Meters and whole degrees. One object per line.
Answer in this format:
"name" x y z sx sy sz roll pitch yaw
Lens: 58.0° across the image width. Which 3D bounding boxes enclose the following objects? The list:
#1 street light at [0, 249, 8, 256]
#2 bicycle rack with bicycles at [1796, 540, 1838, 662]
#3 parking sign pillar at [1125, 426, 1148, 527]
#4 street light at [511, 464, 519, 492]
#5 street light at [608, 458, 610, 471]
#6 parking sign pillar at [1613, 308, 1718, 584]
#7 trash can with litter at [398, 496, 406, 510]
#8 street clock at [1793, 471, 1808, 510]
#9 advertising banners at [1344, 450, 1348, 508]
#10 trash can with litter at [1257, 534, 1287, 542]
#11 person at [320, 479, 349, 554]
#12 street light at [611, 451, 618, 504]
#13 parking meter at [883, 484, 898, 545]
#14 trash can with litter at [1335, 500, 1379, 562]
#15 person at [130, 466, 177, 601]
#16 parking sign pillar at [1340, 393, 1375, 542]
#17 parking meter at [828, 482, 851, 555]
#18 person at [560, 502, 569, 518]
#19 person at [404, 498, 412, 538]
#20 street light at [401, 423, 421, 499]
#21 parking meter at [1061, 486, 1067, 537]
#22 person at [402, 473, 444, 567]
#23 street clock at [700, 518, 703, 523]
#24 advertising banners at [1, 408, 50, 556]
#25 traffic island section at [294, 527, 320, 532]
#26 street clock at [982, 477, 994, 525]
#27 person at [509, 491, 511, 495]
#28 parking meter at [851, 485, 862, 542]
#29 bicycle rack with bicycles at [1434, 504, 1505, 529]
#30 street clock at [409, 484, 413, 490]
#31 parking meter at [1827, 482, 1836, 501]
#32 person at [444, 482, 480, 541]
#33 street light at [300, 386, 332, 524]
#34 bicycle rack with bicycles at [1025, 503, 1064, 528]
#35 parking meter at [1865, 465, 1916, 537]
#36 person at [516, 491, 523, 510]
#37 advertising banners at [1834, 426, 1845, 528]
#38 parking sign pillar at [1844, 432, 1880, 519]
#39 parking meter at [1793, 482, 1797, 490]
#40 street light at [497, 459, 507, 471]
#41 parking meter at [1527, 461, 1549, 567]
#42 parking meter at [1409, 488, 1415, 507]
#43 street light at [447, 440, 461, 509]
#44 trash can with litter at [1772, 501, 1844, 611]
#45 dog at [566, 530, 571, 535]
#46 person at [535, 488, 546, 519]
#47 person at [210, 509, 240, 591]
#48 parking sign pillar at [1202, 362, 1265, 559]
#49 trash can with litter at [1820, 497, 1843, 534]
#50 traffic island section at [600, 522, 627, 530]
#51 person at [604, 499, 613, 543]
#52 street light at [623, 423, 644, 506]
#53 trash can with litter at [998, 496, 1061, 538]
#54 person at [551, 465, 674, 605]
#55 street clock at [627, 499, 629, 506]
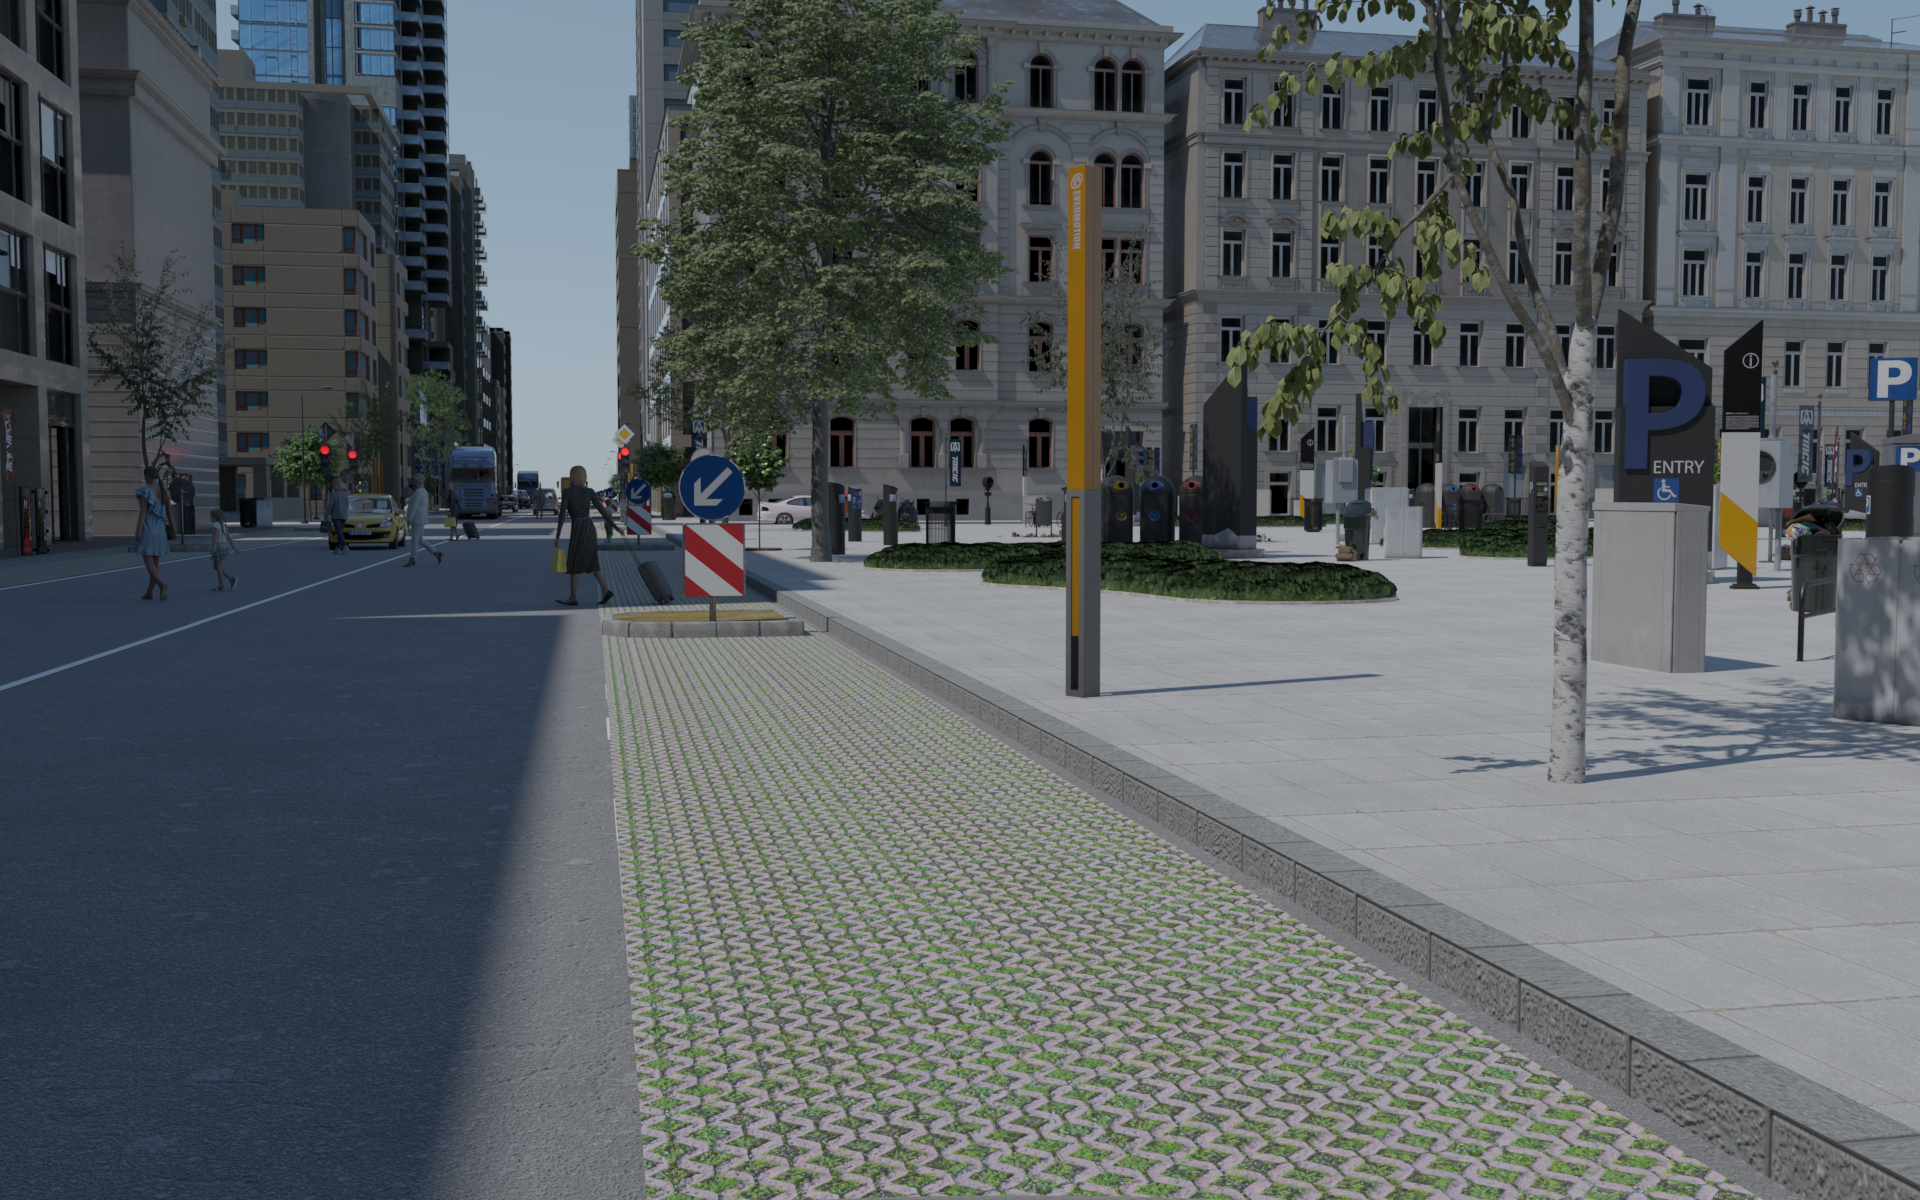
"street light" -18.724 -3.689 32.854 1.470 5.913 1.316 -1 4 -12
"bicycle rack with bicycles" 7.885 -0.001 13.405 2.852 0.926 2.925 3 5 41
"parking sign pillar" 7.035 -4.930 69.072 1.447 3.967 1.447 2 4 30
"street light" -69.420 -18.191 269.970 1.470 5.913 1.316 -1 4 -12
"street light" -37.092 -13.143 187.433 1.470 5.913 1.316 -1 4 -12
"parking sign pillar" 10.181 -2.237 25.044 1.447 3.967 1.447 1 4 11
"trash can with litter" -37.407 -6.468 117.141 0.624 1.170 1.055 2 4 29
"street clock" 26.096 -3.010 53.784 0.471 2.002 0.358 2 4 32
"advertising banners" 15.201 -4.402 68.158 0.090 3.025 2.074 1 4 15
"trash can with litter" 8.052 -2.384 50.042 2.233 1.210 1.678 -3 5 -41
"person" -14.883 -1.997 41.339 0.728 1.800 0.709 2 4 33
"street light" -29.472 -10.931 151.269 1.470 5.913 1.316 -1 4 -12
"parking meter" -1.737 -2.139 43.381 0.372 1.533 0.369 0 3 0
"trash can with litter" 7.597 -1.336 33.229 0.624 1.170 1.055 2 4 30
"person" -10.821 -0.901 23.331 0.778 1.811 0.616 3 5 40
"parking sign pillar" 10.964 -3.579 46.992 1.447 3.967 1.447 1 4 16
"parking meter" -2.609 -1.720 36.530 0.372 1.533 0.369 0 3 0
"person" -23.663 -5.794 103.900 0.731 1.740 0.598 -3 4 -36
"person" -17.836 -2.654 56.146 0.306 1.304 0.590 -2 4 -29
"street light" -36.027 -8.629 113.628 1.470 5.913 1.316 -1 4 -12
"parking meter" 2.595 -2.004 41.169 0.372 1.533 0.369 0 3 0
"person" -10.632 -1.583 34.256 0.818 1.842 0.514 -1 4 -23
"street clock" -7.178 -2.676 48.330 0.358 2.002 0.471 -1 4 -8
"advertising banners" -19.509 -2.444 36.145 0.090 3.025 2.074 0 4 -6
"traffic island section" -24.638 -2.760 67.414 2.009 0.180 2.903 -1 4 -12
"street clock" 1.163 -4.139 72.239 0.358 2.002 0.471 3 5 45
"person" -56.567 -12.806 217.846 1.348 1.831 0.705 1 4 11
"parking meter" -2.830 -2.338 46.631 0.372 1.533 0.369 0 3 0
"bicycle rack with bicycles" 17.831 -2.927 61.239 2.852 0.926 2.925 3 5 41
"street clock" -40.500 -7.538 127.824 0.358 2.002 0.471 -1 4 -14
"parking meter" 40.542 -4.580 80.598 0.399 1.863 0.255 -2 4 -33
"person" -15.424 -2.739 53.507 0.699 1.804 1.509 2 4 29
"street light" -27.776 -6.252 74.759 1.470 5.913 1.316 -1 4 -12
"bicycle rack with bicycles" 3.526 -3.270 66.854 2.852 0.926 2.925 2 4 28
"parking meter" 8.107 -0.410 15.118 0.372 1.533 0.369 0 3 0
"person" -40.650 -9.211 159.814 0.721 1.736 1.217 1 4 20
"advertising banners" 22.168 -2.905 43.691 0.090 3.025 2.074 1 4 22
"parking sign pillar" 38.908 -5.274 74.707 1.447 3.967 1.447 -2 4 -28
"parking meter" 39.181 -4.640 81.582 0.255 1.863 0.399 0 4 -4
"street light" -61.115 -15.813 231.089 1.470 5.913 1.316 -1 4 -12
"parking meter" 10.226 -1.524 30.631 0.255 1.863 0.399 0 4 1
"parking meter" 19.965 -4.184 76.820 0.372 1.533 0.369 0 3 0
"street light" -43.669 -10.827 149.561 1.470 5.913 1.316 -1 4 -12
"trash can with litter" 9.347 -0.474 19.130 0.624 1.170 1.055 1 4 14
"dog" -13.685 -2.712 61.170 0.800 0.831 0.513 -3 5 -45
"person" -24.395 -5.627 100.603 0.635 1.810 0.391 -1 4 -13
"person" -10.888 -0.737 25.563 0.382 1.210 0.505 0 4 -5
"parking sign pillar" 5.439 -2.841 34.917 1.447 3.967 1.447 -2 4 -27
"trash can with litter" 20.144 -1.736 39.444 1.678 1.210 2.233 -2 4 -33
"traffic island section" -15.116 -3.384 77.601 2.009 0.180 2.903 -1 4 -12
"person" -9.449 -2.064 46.487 0.306 1.304 0.590 1 4 9
"street light" -21.253 -8.588 112.947 1.470 5.913 1.316 -1 4 -12
"trash can with litter" 2.214 -2.478 51.576 2.233 1.210 1.678 2 4 33
"person" -4.504 -0.831 22.304 1.509 1.804 0.699 0 4 3
"street clock" -27.462 -8.476 143.157 0.471 2.002 0.358 -1 4 -10
